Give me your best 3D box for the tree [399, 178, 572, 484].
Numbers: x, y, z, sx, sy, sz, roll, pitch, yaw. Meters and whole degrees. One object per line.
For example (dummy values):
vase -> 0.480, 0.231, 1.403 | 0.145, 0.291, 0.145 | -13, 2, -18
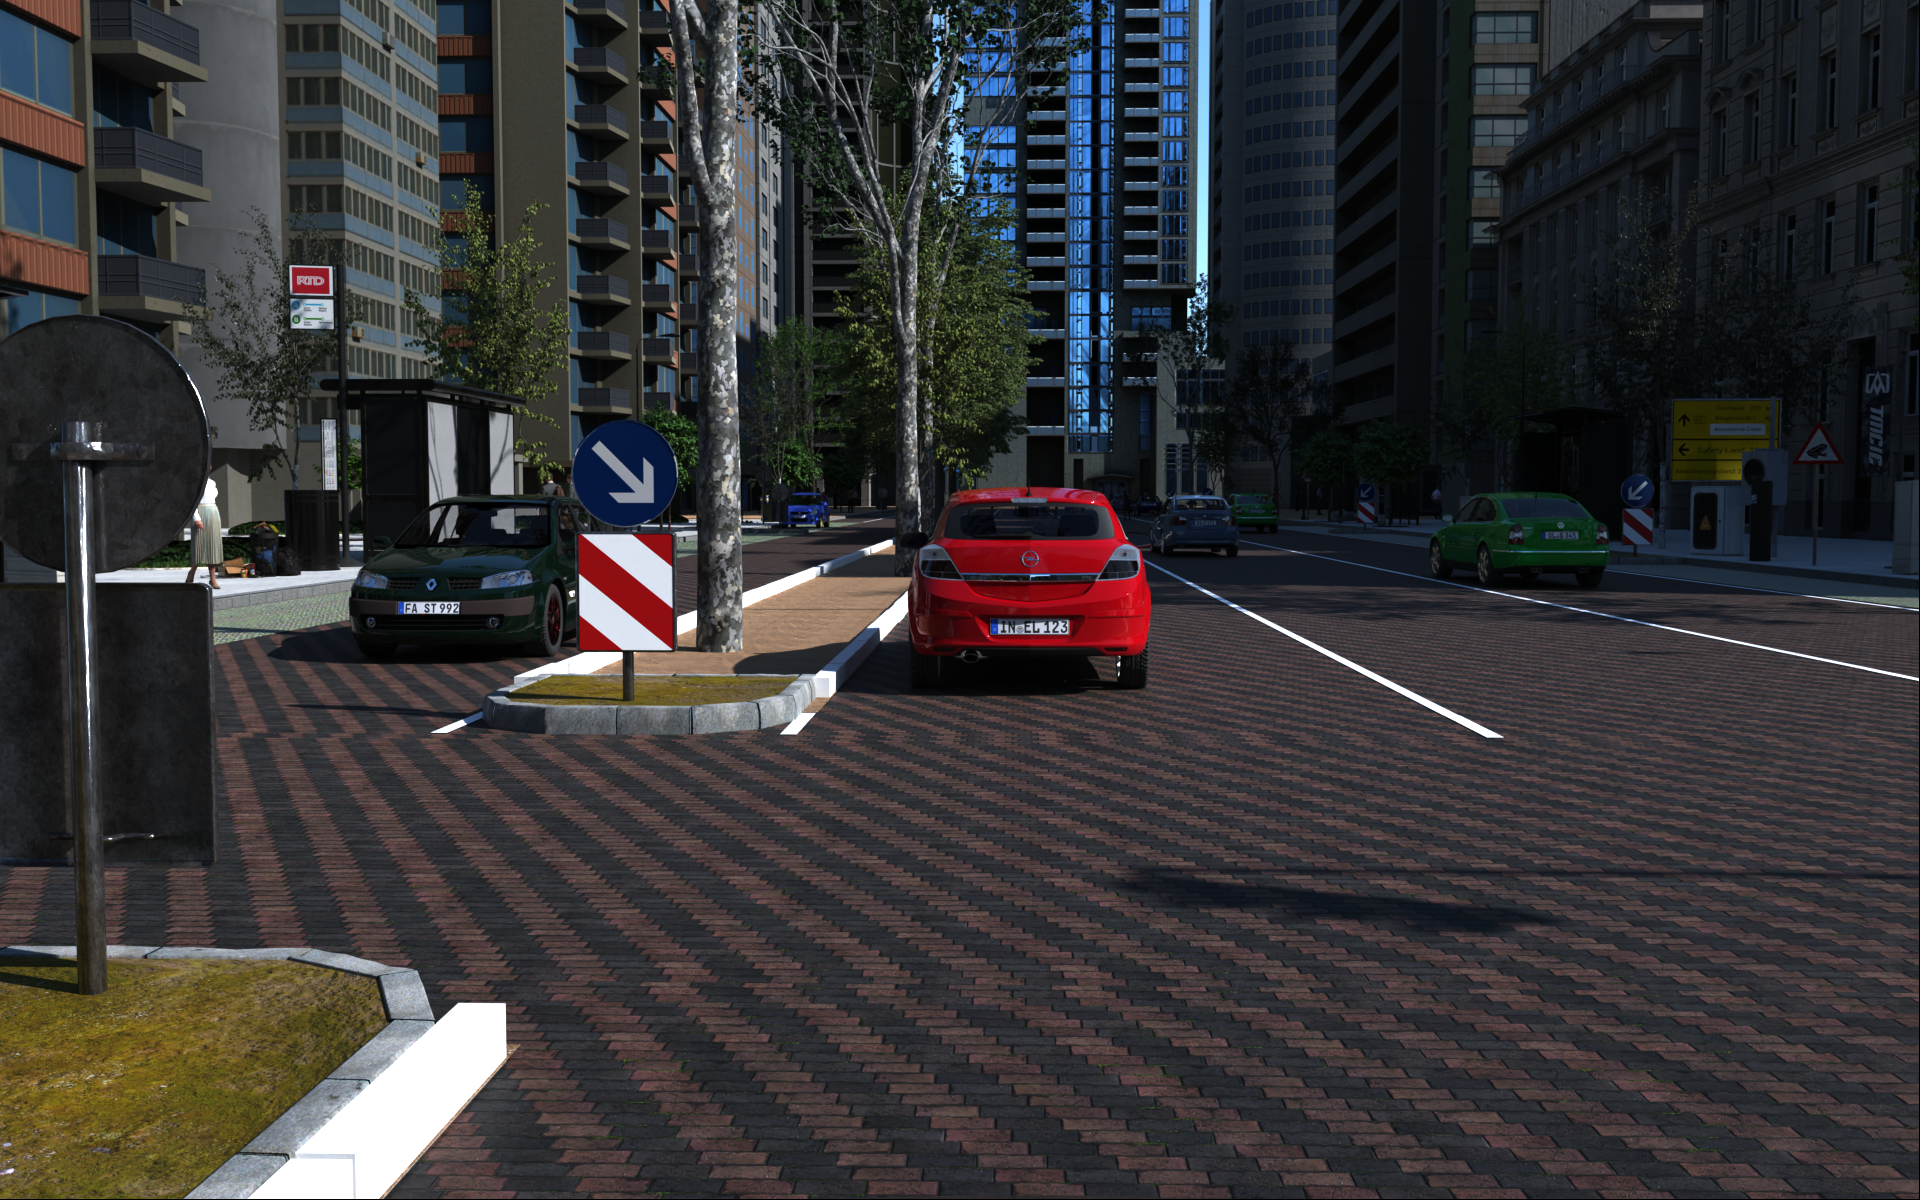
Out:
tree -> -10.849, -5.514, 40.518 | 4.737, 8.622, 4.395 | 0, 3, 0

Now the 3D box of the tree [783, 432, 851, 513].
tree -> -8.782, -6.422, 88.710 | 4.285, 4.588, 4.351 | 0, 3, 0

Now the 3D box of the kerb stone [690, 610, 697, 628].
kerb stone -> -2.862, 0.206, 18.828 | 0.120, 0.150, 1.000 | 0, 4, 2

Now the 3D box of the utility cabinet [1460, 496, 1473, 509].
utility cabinet -> 16.720, -2.764, 56.356 | 0.306, 1.237, 1.020 | -2, 4, -26

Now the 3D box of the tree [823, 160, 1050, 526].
tree -> -0.808, -8.474, 59.138 | 7.486, 12.596, 7.792 | 0, 3, 0

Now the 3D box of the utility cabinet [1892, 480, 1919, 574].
utility cabinet -> 15.469, -1.171, 27.831 | 1.173, 1.500, 0.318 | -2, 4, -31

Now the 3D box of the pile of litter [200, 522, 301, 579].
pile of litter -> -11.018, -0.793, 26.930 | 1.176, 0.858, 1.719 | 3, 5, 43

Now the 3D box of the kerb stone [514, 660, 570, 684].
kerb stone -> -3.060, 0.584, 12.678 | 0.120, 0.150, 1.000 | 0, 4, 2

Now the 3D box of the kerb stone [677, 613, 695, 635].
kerb stone -> -2.897, 0.269, 17.801 | 0.120, 0.150, 1.000 | 0, 4, 2

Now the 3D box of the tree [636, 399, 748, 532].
tree -> -10.126, -4.606, 59.020 | 4.285, 4.588, 4.351 | 0, 3, 0

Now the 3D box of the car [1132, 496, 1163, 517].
car -> 12.094, -6.044, 111.393 | 1.945, 1.354, 3.894 | 0, 4, 2

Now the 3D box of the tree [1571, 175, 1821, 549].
tree -> 16.644, -5.497, 40.245 | 4.360, 8.622, 3.978 | 0, 3, 0

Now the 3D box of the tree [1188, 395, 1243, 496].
tree -> 18.798, -10.857, 127.871 | 4.737, 8.622, 4.395 | 0, 3, 0

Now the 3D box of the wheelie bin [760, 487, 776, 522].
wheelie bin -> -8.789, -4.373, 79.405 | 0.693, 1.594, 0.980 | -1, 4, -17

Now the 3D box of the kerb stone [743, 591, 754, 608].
kerb stone -> -2.768, 0.018, 21.909 | 0.120, 0.150, 1.000 | 0, 4, 2

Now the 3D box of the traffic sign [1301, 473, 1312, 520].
traffic sign -> 17.049, -5.178, 84.762 | 0.768, 2.556, 0.104 | 1, 4, 11

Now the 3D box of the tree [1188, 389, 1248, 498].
tree -> 18.206, -10.414, 120.627 | 4.360, 8.622, 3.978 | 0, 3, 0

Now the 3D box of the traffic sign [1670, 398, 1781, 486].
traffic sign -> 16.284, -2.633, 36.927 | 2.265, 3.308, 0.079 | 0, 4, 4

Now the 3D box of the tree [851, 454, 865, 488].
tree -> -8.367, -8.391, 120.911 | 4.285, 4.588, 4.351 | 0, 3, 0

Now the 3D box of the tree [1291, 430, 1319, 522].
tree -> 16.973, -5.838, 79.160 | 4.285, 4.588, 4.351 | 0, 3, 0

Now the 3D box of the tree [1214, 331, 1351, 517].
tree -> 18.165, -10.028, 98.363 | 8.767, 10.594, 7.601 | 2, 4, 25

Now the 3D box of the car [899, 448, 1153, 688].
car -> 0.546, -0.320, 14.269 | 2.155, 1.783, 4.494 | 0, 4, 1

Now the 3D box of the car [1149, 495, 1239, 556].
car -> 5.551, -1.786, 41.197 | 2.014, 1.417, 4.499 | 0, 4, 1

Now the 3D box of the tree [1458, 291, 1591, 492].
tree -> 20.547, -6.829, 62.021 | 4.737, 8.622, 4.395 | 0, 3, 0

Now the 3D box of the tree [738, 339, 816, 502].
tree -> -8.739, -8.048, 81.946 | 4.360, 8.622, 3.978 | 0, 3, 0

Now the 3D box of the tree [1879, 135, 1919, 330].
tree -> 19.653, -5.050, 32.934 | 4.737, 8.622, 4.395 | 0, 3, 0

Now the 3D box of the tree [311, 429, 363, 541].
tree -> -16.958, -3.225, 47.329 | 1.663, 3.219, 1.824 | 0, 3, 0

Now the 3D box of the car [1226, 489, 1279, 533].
car -> 10.733, -3.425, 64.790 | 1.959, 1.807, 4.718 | 0, 4, 0

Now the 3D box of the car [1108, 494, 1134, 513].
car -> 12.482, -7.482, 134.334 | 2.014, 1.417, 4.499 | 0, 4, 1

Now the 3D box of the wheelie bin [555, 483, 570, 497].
wheelie bin -> -11.248, -2.521, 49.133 | 0.980, 1.594, 0.693 | 0, 4, 7

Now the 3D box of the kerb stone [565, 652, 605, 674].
kerb stone -> -3.009, 0.526, 13.699 | 0.120, 0.150, 1.000 | 0, 4, 2

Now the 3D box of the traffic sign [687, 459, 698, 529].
traffic sign -> -9.520, -3.831, 62.748 | 0.768, 2.556, 0.104 | 0, 4, 8

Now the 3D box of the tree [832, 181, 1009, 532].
tree -> -0.955, -5.338, 40.099 | 4.737, 8.622, 4.395 | 0, 3, 0

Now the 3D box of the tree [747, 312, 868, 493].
tree -> -8.685, -10.684, 100.438 | 9.928, 11.665, 9.643 | 0, 3, 0

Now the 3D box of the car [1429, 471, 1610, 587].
car -> 8.953, -1.178, 28.057 | 1.959, 1.807, 4.718 | 0, 4, 0

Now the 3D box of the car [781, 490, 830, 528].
car -> -6.536, -3.894, 73.256 | 1.945, 1.707, 3.694 | 0, 4, 3

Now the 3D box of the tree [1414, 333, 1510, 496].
tree -> 23.100, -7.865, 78.952 | 4.360, 8.622, 3.978 | 0, 3, 0

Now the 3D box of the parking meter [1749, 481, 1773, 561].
parking meter -> 15.311, -1.510, 33.104 | 0.372, 1.533, 0.369 | 0, 3, 0

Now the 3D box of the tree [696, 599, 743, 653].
tree -> -3.374, -9.644, 16.033 | 12.611, 20.169, 13.585 | 0, 3, 0

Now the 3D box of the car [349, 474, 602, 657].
car -> -4.401, -0.411, 16.508 | 2.009, 1.686, 4.222 | 0, 4, 1

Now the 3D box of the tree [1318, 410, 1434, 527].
tree -> 16.793, -5.128, 67.550 | 4.285, 4.588, 4.351 | 0, 3, 0

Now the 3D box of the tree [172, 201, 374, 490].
tree -> -16.781, -5.660, 42.908 | 4.360, 8.622, 3.978 | 0, 3, 0

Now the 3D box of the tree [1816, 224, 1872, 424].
tree -> 21.451, -5.828, 45.642 | 4.360, 8.622, 3.978 | 0, 3, 0

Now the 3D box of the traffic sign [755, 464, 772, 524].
traffic sign -> -8.371, -4.504, 73.738 | 0.768, 2.556, 0.104 | 0, 4, 7

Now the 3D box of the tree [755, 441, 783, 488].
tree -> -9.803, -5.004, 65.521 | 4.285, 4.588, 4.351 | 0, 3, 0

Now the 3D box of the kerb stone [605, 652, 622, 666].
kerb stone -> -2.987, 0.466, 14.736 | 0.120, 0.150, 1.000 | 0, 4, 2

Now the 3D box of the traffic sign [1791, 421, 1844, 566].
traffic sign -> 15.335, -1.896, 31.011 | 0.884, 2.594, 0.081 | 1, 4, 10

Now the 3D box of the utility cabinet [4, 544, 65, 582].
utility cabinet -> -11.883, -0.834, 22.319 | 1.173, 1.500, 0.318 | 2, 4, 30
